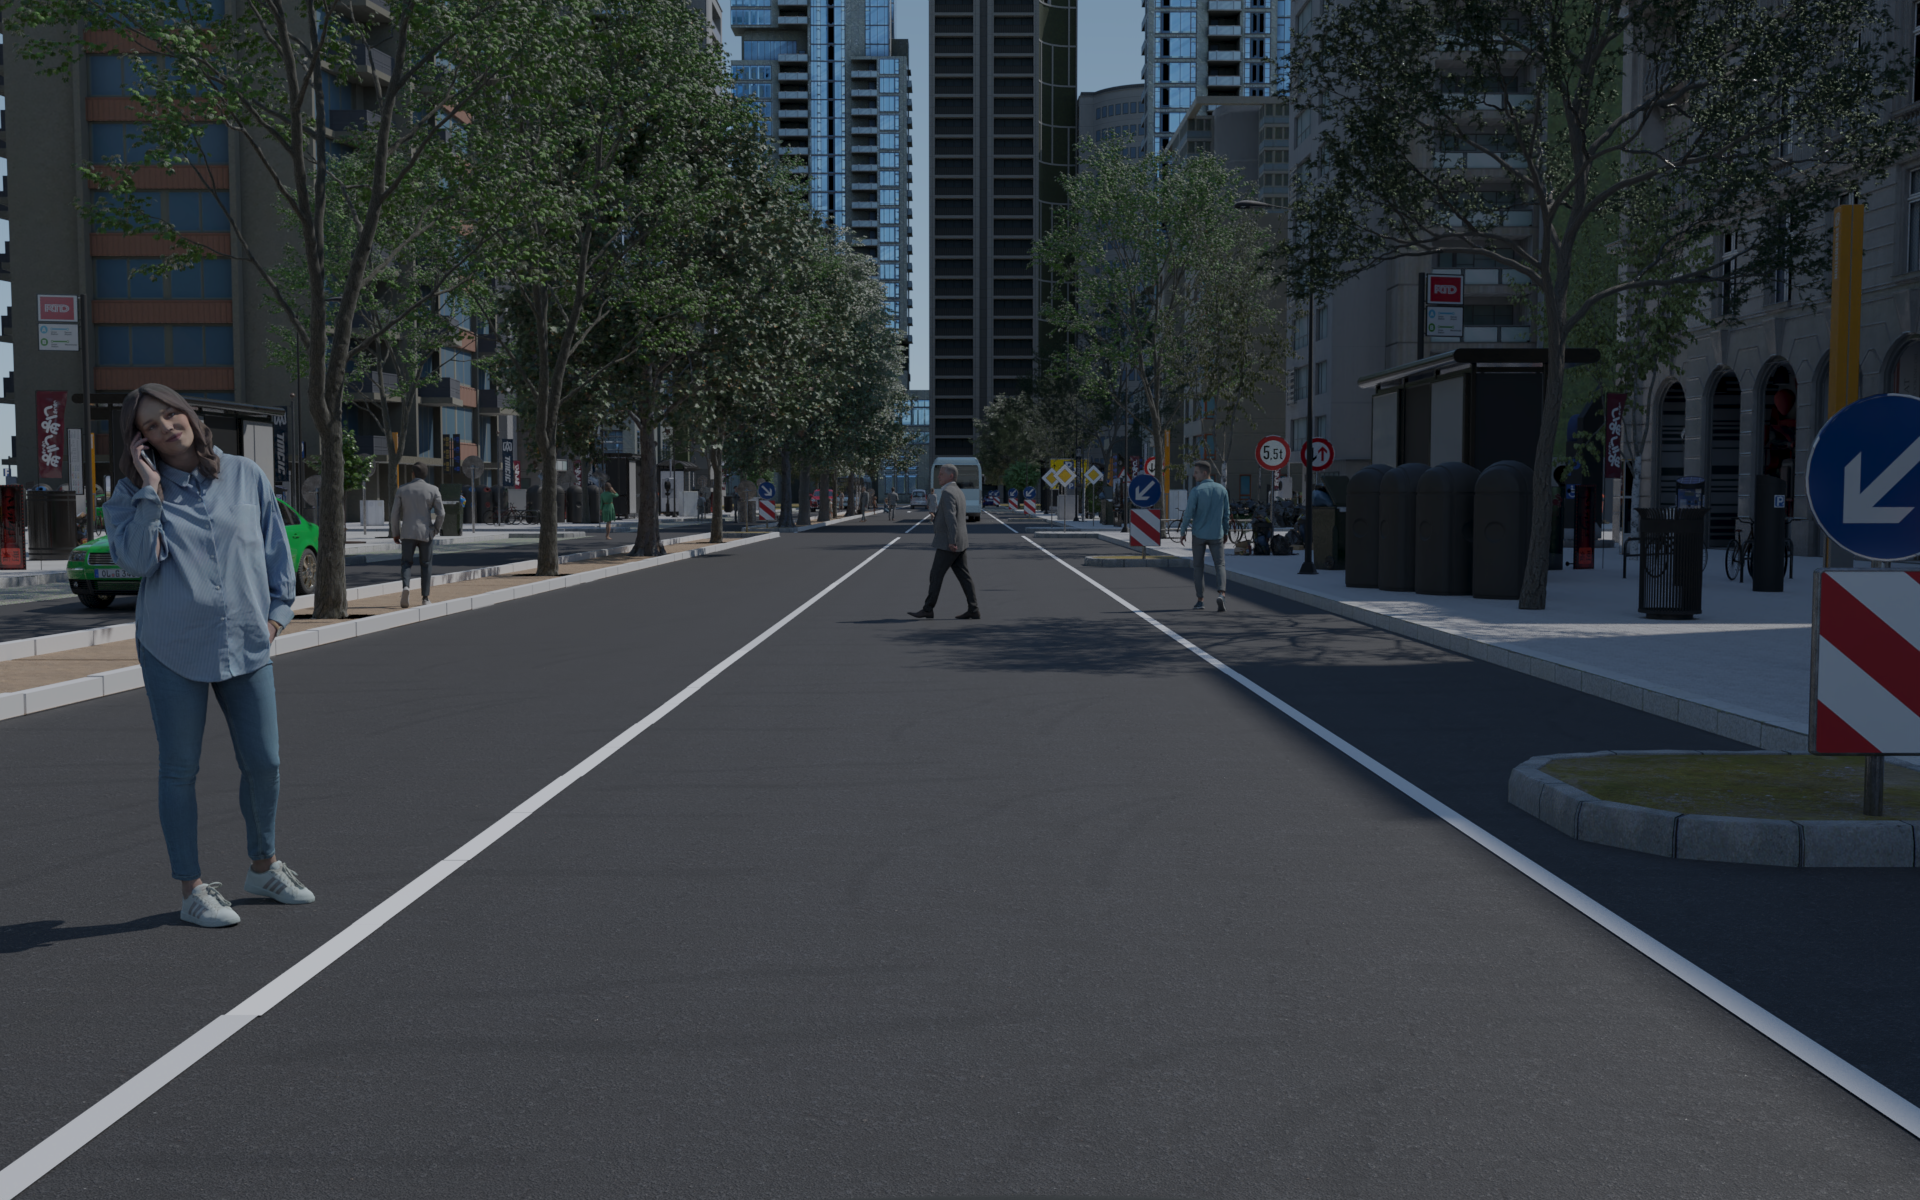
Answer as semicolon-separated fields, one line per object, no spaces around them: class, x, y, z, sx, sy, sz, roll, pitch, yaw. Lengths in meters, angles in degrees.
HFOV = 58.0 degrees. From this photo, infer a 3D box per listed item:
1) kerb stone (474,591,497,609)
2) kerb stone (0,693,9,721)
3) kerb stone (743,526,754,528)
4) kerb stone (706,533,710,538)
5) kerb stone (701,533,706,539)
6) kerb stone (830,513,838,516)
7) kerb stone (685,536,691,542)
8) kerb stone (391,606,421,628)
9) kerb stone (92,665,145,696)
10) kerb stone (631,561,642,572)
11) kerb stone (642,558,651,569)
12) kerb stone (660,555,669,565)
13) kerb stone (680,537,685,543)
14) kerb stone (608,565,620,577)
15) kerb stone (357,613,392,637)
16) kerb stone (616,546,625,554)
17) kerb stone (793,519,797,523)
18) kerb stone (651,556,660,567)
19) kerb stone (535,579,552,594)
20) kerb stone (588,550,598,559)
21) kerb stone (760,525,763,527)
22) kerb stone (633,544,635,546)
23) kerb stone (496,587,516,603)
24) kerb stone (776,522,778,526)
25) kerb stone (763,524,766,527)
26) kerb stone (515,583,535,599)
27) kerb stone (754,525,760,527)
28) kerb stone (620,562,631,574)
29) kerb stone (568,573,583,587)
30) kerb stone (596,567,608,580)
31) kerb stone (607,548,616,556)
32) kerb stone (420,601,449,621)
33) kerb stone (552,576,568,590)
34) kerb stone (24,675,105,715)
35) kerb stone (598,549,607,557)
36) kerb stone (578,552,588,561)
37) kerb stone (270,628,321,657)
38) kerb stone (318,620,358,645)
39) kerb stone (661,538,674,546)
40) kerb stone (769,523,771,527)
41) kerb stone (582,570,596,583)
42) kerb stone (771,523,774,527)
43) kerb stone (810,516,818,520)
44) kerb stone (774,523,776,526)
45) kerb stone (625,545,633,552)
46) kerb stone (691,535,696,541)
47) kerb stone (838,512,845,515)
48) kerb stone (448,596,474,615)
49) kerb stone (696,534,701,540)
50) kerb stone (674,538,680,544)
kerb stone;-6.109;0.019;21.984;0.120;0.150;1.000;0;3;0
kerb stone;-6.106;0.704;10.684;0.120;0.150;1.000;0;3;0
kerb stone;-8.253;-2.777;67.598;0.120;0.150;1.000;0;3;0
kerb stone;-8.252;-2.053;55.763;0.120;0.150;1.000;0;3;0
kerb stone;-8.251;-1.986;54.728;0.120;0.150;1.000;0;3;0
kerb stone;-8.290;-5.598;113.715;0.120;0.150;1.000;0;3;0
kerb stone;-8.245;-1.796;51.639;0.120;0.150;1.000;0;3;0
kerb stone;-6.122;0.206;18.902;0.120;0.150;1.000;0;3;0
kerb stone;-6.111;0.578;12.743;0.120;0.150;1.000;0;3;0
kerb stone;-6.125;-0.613;32.223;0.120;0.150;1.000;0;3;0
kerb stone;-6.126;-0.665;33.246;0.120;0.150;1.000;0;3;0
kerb stone;-6.129;-0.798;35.289;0.120;0.150;1.000;0;3;0
kerb stone;-8.246;-1.738;50.613;0.120;0.150;1.000;0;3;0
kerb stone;-6.125;-0.486;30.179;0.120;0.150;1.000;0;3;0
kerb stone;-6.110;0.264;17.871;0.120;0.150;1.000;0;3;0
kerb stone;-8.235;-1.170;41.391;0.120;0.150;1.000;0;3;0
kerb stone;-8.272;-4.031;88.100;0.120;0.150;1.000;0;3;0
kerb stone;-6.133;-0.738;34.267;0.120;0.150;1.000;0;3;0
kerb stone;-6.118;-0.173;25.054;0.120;0.150;1.000;0;3;0
kerb stone;-8.233;-0.983;38.324;0.120;0.150;1.000;0;3;0
kerb stone;-8.261;-2.965;70.670;0.120;0.150;1.000;0;3;0
kerb stone;-8.230;-1.299;43.436;0.120;0.150;1.000;0;3;0
kerb stone;-6.118;-0.049;23.007;0.120;0.150;1.000;0;3;0
kerb stone;-8.256;-3.341;76.818;0.120;0.150;1.000;0;3;0
kerb stone;-8.262;-3.025;71.701;0.120;0.150;1.000;0;3;0
kerb stone;-6.116;-0.112;24.029;0.120;0.150;1.000;0;3;0
kerb stone;-8.251;-2.902;69.648;0.120;0.150;1.000;0;3;0
kerb stone;-6.122;-0.546;31.201;0.120;0.150;1.000;0;3;0
kerb stone;-6.115;-0.300;27.097;0.120;0.150;1.000;0;3;0
kerb stone;-6.127;-0.422;29.153;0.120;0.150;1.000;0;3;0
kerb stone;-8.235;-1.112;40.369;0.120;0.150;1.000;0;3;0
kerb stone;-6.118;0.139;19.923;0.120;0.150;1.000;0;3;0
kerb stone;-6.120;-0.237;26.076;0.120;0.150;1.000;0;3;0
kerb stone;-6.110;0.651;11.722;0.120;0.150;1.000;0;3;0
kerb stone;-8.235;-1.049;39.346;0.120;0.150;1.000;0;3;0
kerb stone;-8.226;-0.924;37.302;0.120;0.150;1.000;0;3;0
kerb stone;-6.110;0.396;15.821;0.120;0.150;1.000;0;3;0
kerb stone;-6.113;0.327;16.848;0.120;0.150;1.000;0;3;0
kerb stone;-8.240;-1.613;48.563;0.120;0.150;1.000;0;3;0
kerb stone;-8.263;-3.153;73.745;0.120;0.150;1.000;0;3;0
kerb stone;-6.119;-0.363;28.131;0.120;0.150;1.000;0;3;0
kerb stone;-8.254;-3.215;74.774;0.120;0.150;1.000;0;3;0
kerb stone;-8.279;-4.657;98.343;0.120;0.150;1.000;0;3;0
kerb stone;-8.266;-3.278;75.796;0.120;0.150;1.000;0;3;0
kerb stone;-8.235;-1.237;42.413;0.120;0.150;1.000;0;3;0
kerb stone;-8.245;-1.864;52.674;0.120;0.150;1.000;0;3;0
kerb stone;-8.304;-6.036;120.883;0.120;0.150;1.000;0;3;0
kerb stone;-6.114;0.076;20.949;0.120;0.150;1.000;0;3;0
kerb stone;-8.244;-1.927;53.698;0.120;0.150;1.000;0;3;0
kerb stone;-8.242;-1.675;49.591;0.120;0.150;1.000;0;3;0
